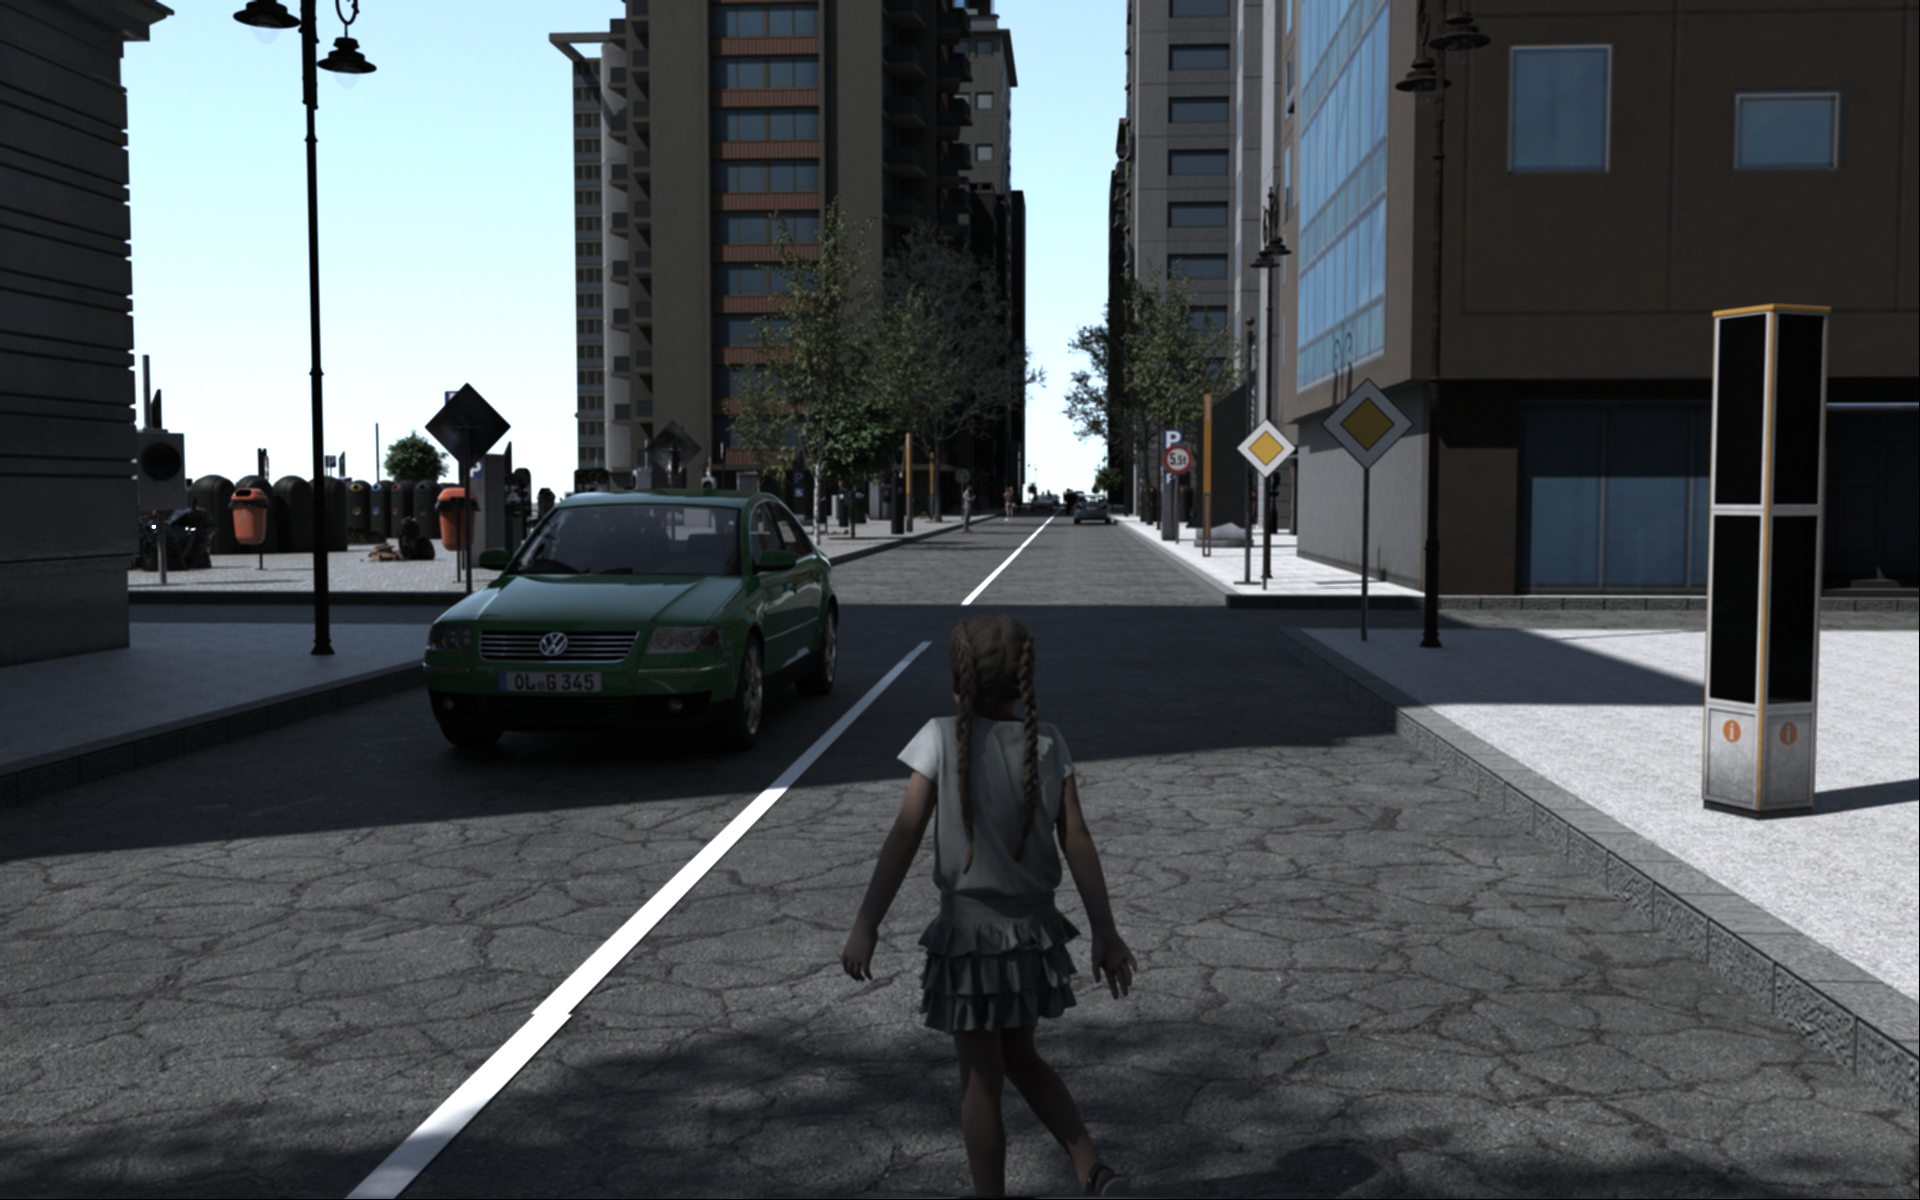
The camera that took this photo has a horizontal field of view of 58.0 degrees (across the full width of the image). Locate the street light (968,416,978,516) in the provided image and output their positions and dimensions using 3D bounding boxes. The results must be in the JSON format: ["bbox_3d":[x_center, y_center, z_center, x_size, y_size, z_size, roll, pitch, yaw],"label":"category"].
[{"bbox_3d":[0.752,-7.802,100.349,0.468,5.910,1.993,0,4,4],"label":"street light"}]

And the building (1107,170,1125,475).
[{"bbox_3d":[31.827,-38.005,245.090,21.300,48.544,21.600,0,4,4],"label":"building"}]

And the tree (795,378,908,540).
[{"bbox_3d":[-3.107,-4.006,49.220,4.285,4.588,4.351,0,3,0],"label":"tree"}]

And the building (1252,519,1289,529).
[{"bbox_3d":[22.648,-32.566,74.458,21.231,58.520,28.212,0,4,4],"label":"building"}]

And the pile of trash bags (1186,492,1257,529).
[{"bbox_3d":[9.913,-3.339,64.338,1.912,1.369,3.447,-2,4,-26],"label":"pile of trash bags"}]

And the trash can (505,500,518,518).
[{"bbox_3d":[-10.276,-1.658,38.763,0.748,1.137,0.748,0,3,0],"label":"trash can"}]

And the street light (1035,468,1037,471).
[{"bbox_3d":[11.162,-17.262,255.016,0.468,5.910,1.993,0,4,4],"label":"street light"}]

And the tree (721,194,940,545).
[{"bbox_3d":[-3.532,-5.691,43.411,4.737,8.622,4.395,0,3,0],"label":"tree"}]

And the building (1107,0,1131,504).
[{"bbox_3d":[29.573,-47.983,222.765,20.563,71.187,20.611,0,4,4],"label":"building"}]

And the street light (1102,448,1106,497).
[{"bbox_3d":[14.583,-12.294,173.799,0.468,5.910,1.993,0,4,4],"label":"street light"}]

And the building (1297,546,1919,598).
[{"bbox_3d":[13.109,-23.025,26.570,14.200,45.320,14.600,0,4,4],"label":"building"}]

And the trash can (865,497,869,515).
[{"bbox_3d":[-5.031,-5.143,95.749,0.748,1.137,0.748,0,3,0],"label":"trash can"}]

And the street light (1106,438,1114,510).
[{"bbox_3d":[12.126,-10.098,137.888,0.468,5.910,1.993,0,4,4],"label":"street light"}]

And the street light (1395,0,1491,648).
[{"bbox_3d":[3.956,-2.544,14.375,0.468,5.910,1.993,0,4,4],"label":"street light"}]

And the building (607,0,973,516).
[{"bbox_3d":[-10.648,-28.076,113.660,22.147,44.769,28.867,0,4,4],"label":"building"}]

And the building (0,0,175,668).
[{"bbox_3d":[-17.012,-10.606,9.559,21.152,22.565,11.583,0,4,4],"label":"building"}]

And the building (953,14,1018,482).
[{"bbox_3d":[-8.205,-37.179,197.116,28.713,52.752,27.495,0,4,4],"label":"building"}]

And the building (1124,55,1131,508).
[{"bbox_3d":[22.709,-29.424,164.672,14.154,41.232,14.086,0,4,4],"label":"building"}]

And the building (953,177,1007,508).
[{"bbox_3d":[-2.924,-23.768,160.307,14.160,30.474,14.107,0,4,4],"label":"building"}]

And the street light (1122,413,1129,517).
[{"bbox_3d":[9.783,-7.924,102.342,0.468,5.910,1.993,0,4,4],"label":"street light"}]

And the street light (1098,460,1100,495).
[{"bbox_3d":[15.381,-13.034,185.888,0.468,5.910,1.993,0,4,4],"label":"street light"}]

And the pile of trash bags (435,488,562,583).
[{"bbox_3d":[-6.001,-0.979,25.755,3.447,1.369,1.912,-1,4,-17],"label":"pile of trash bags"}]

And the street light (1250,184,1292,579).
[{"bbox_3d":[4.672,-3.267,26.201,0.468,5.910,1.993,0,4,4],"label":"street light"}]

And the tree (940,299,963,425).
[{"bbox_3d":[-2.020,-6.779,61.205,4.737,8.622,4.395,0,3,0],"label":"tree"}]

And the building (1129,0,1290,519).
[{"bbox_3d":[21.745,-34.948,113.400,21.231,58.520,28.212,0,4,4],"label":"building"}]

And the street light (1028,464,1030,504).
[{"bbox_3d":[8.732,-15.088,219.476,0.468,5.910,1.993,0,4,4],"label":"street light"}]

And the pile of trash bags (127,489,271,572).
[{"bbox_3d":[-13.244,-1.201,29.386,3.447,1.369,1.912,1,4,14],"label":"pile of trash bags"}]

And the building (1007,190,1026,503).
[{"bbox_3d":[2.310,-36.610,248.685,14.600,45.320,14.200,0,4,4],"label":"building"}]

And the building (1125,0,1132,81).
[{"bbox_3d":[24.734,-29.837,142.455,22.147,44.769,28.867,0,4,4],"label":"building"}]

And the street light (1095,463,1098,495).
[{"bbox_3d":[17.720,-15.208,221.434,0.468,5.910,1.993,0,4,4],"label":"street light"}]

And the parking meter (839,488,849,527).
[{"bbox_3d":[-4.517,-3.602,67.309,0.372,1.533,0.369,0,3,0],"label":"parking meter"}]

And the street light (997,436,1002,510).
[{"bbox_3d":[3.138,-9.995,136.208,0.468,5.910,1.993,0,4,4],"label":"street light"}]

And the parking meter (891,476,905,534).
[{"bbox_3d":[-1.976,-3.027,55.202,0.399,1.863,0.255,-3,5,-42],"label":"parking meter"}]

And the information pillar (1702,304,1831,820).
[{"bbox_3d":[3.217,-0.149,6.929,0.304,2.012,0.304,-1,4,-21],"label":"information pillar"}]

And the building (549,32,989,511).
[{"bbox_3d":[-14.042,-27.443,140.582,32.217,40.220,23.993,0,4,4],"label":"building"}]

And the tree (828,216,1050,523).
[{"bbox_3d":[-1.127,-10.232,77.668,12.009,13.543,11.850,0,3,0],"label":"tree"}]

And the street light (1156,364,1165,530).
[{"bbox_3d":[7.116,-5.448,61.860,0.468,5.910,1.993,0,4,4],"label":"street light"}]

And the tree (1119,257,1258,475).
[{"bbox_3d":[6.753,-6.319,53.685,4.737,8.622,4.395,0,3,0],"label":"tree"}]

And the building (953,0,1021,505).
[{"bbox_3d":[-2.964,-55.810,225.170,22.319,86.520,31.000,0,4,4],"label":"building"}]

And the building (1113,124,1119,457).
[{"bbox_3d":[28.857,-33.287,198.872,22.147,44.769,28.867,0,4,4],"label":"building"}]

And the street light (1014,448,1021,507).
[{"bbox_3d":[5.521,-12.169,171.751,0.468,5.910,1.993,0,4,4],"label":"street light"}]

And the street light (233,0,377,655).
[{"bbox_3d":[-5.114,-2.503,13.719,0.468,5.910,1.993,0,4,4],"label":"street light"}]
